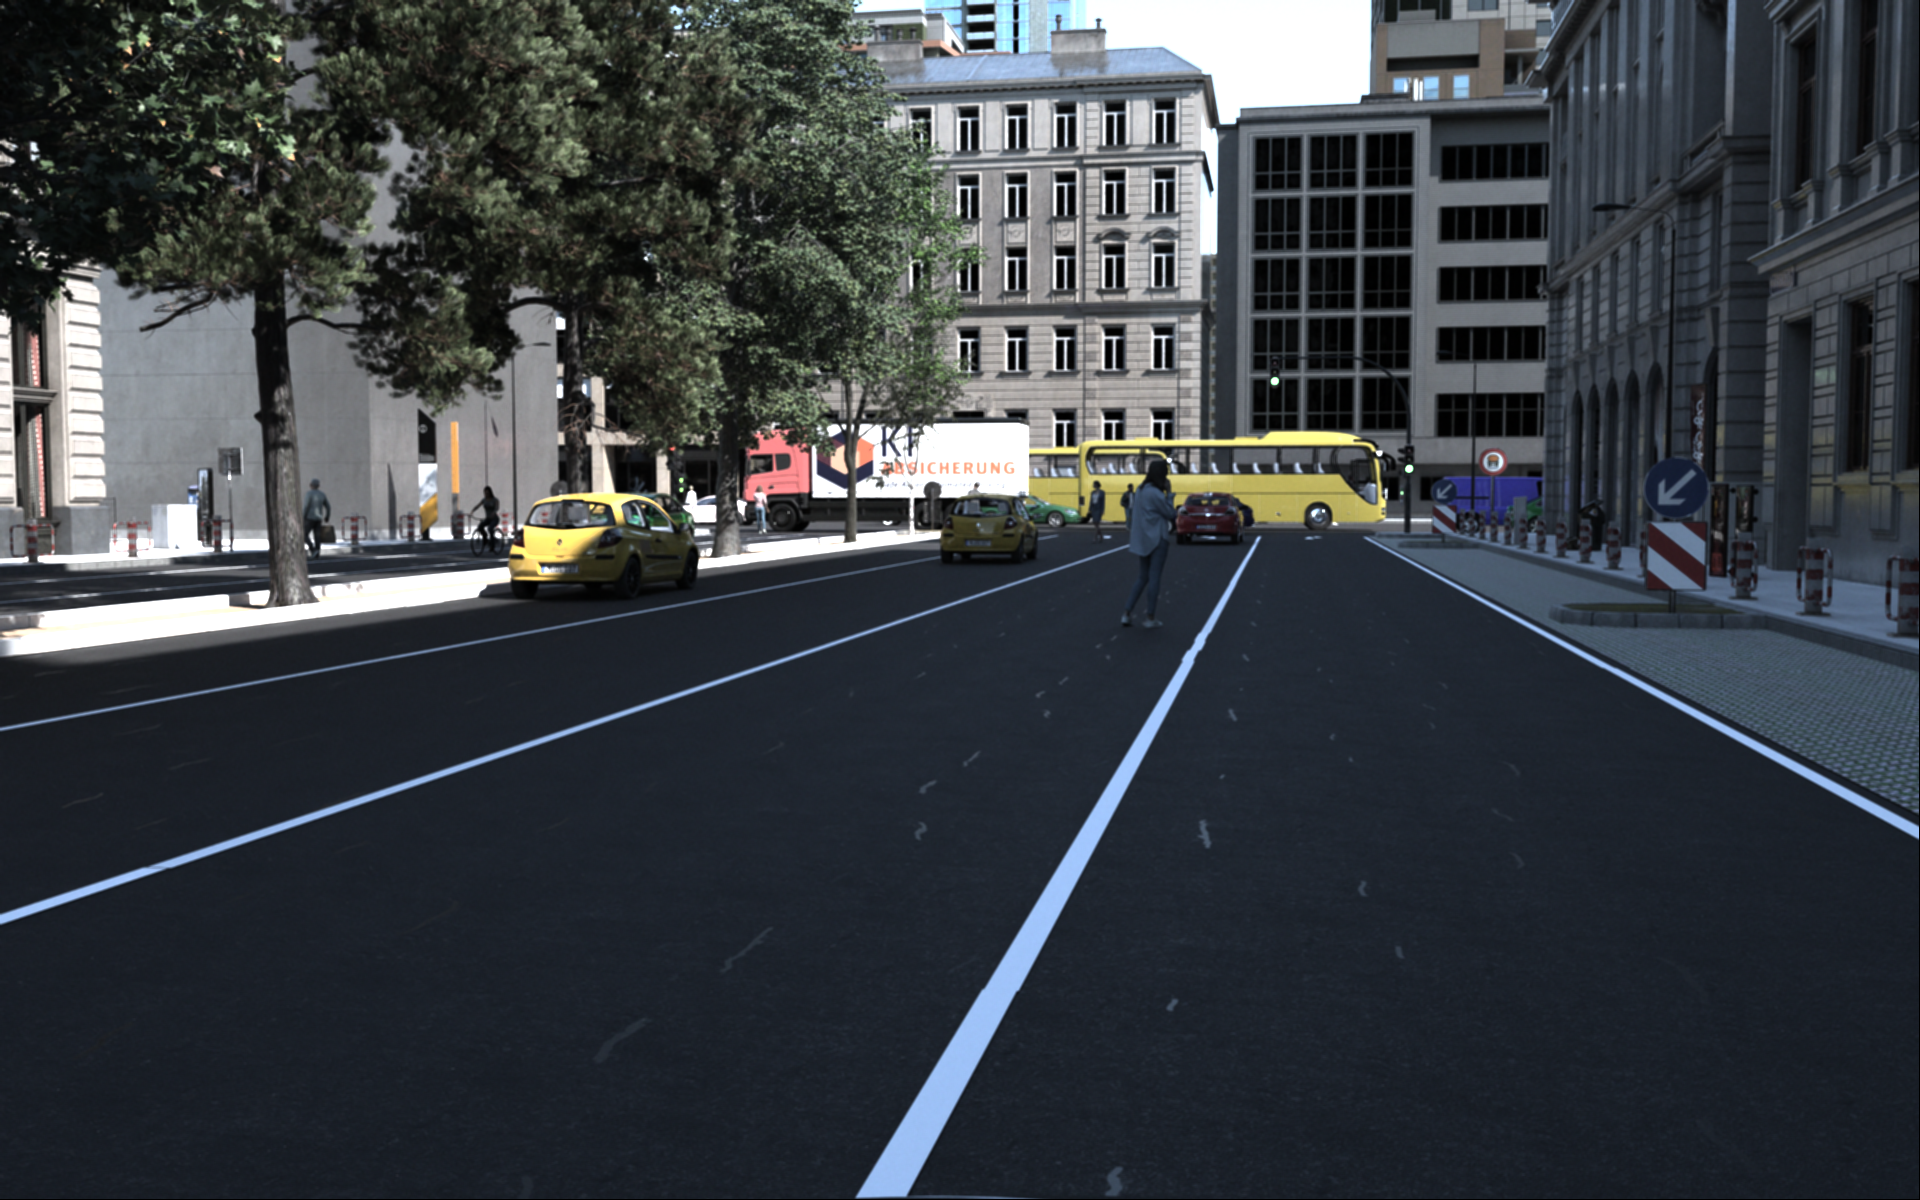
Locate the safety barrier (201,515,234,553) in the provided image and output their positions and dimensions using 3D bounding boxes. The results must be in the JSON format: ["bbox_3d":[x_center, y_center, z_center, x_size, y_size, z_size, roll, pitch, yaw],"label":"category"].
[{"bbox_3d":[-16.144,-1.430,37.658,0.300,0.817,1.120,1,4,11],"label":"safety barrier"}]

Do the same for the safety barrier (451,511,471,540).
[{"bbox_3d":[-14.060,-2.111,48.785,0.300,0.817,1.120,1,4,11],"label":"safety barrier"}]

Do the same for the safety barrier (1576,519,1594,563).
[{"bbox_3d":[11.620,-1.095,32.178,0.300,0.817,1.120,1,4,11],"label":"safety barrier"}]

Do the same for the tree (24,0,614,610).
[{"bbox_3d":[-8.380,-6.802,21.098,7.806,13.903,7.818,0,3,0],"label":"tree"}]

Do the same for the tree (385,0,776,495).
[{"bbox_3d":[-6.675,-6.442,29.833,6.751,12.117,7.091,0,3,0],"label":"tree"}]

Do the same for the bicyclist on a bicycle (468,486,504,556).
[{"bbox_3d":[-11.022,-1.858,40.408,1.499,1.676,1.625,1,4,12],"label":"bicyclist on a bicycle"}]

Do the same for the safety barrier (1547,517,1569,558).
[{"bbox_3d":[12.136,-1.265,34.952,0.300,0.817,1.120,1,4,11],"label":"safety barrier"}]

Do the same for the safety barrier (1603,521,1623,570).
[{"bbox_3d":[11.098,-0.925,29.405,0.300,0.817,1.120,1,4,11],"label":"safety barrier"}]

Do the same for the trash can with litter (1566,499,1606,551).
[{"bbox_3d":[14.077,-1.706,39.275,0.624,1.170,1.055,-3,5,-41],"label":"trash can with litter"}]

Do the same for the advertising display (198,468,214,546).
[{"bbox_3d":[-18.833,-2.327,43.260,0.123,1.923,0.974,-3,4,-37],"label":"advertising display"}]

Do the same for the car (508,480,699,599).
[{"bbox_3d":[-5.050,-0.908,25.065,2.015,1.641,3.980,1,4,9],"label":"car"}]

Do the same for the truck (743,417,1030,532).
[{"bbox_3d":[-3.121,-4.669,65.257,11.283,4.237,2.839,1,4,9],"label":"truck"}]

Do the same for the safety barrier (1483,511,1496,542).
[{"bbox_3d":[14.217,-1.945,46.068,0.300,0.817,1.120,1,4,11],"label":"safety barrier"}]

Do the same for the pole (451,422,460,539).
[{"bbox_3d":[-14.306,-3.380,49.109,0.158,3.312,0.155,0,3,0],"label":"pole"}]

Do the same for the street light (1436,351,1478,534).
[{"bbox_3d":[16.129,-5.120,56.260,1.470,5.913,1.316,1,4,11],"label":"street light"}]

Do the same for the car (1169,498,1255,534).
[{"bbox_3d":[8.592,-3.023,62.010,3.894,1.354,1.945,1,4,10],"label":"car"}]

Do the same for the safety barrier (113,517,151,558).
[{"bbox_3d":[-16.665,-1.260,34.874,0.300,0.817,1.120,1,4,11],"label":"safety barrier"}]

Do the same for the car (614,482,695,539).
[{"bbox_3d":[-7.493,-1.888,39.672,1.959,1.807,4.718,1,4,9],"label":"car"}]

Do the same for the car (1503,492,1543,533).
[{"bbox_3d":[20.833,-3.039,58.483,4.718,1.807,1.959,1,4,12],"label":"car"}]

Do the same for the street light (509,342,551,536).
[{"bbox_3d":[-13.158,-4.925,53.066,1.470,5.913,1.316,1,4,11],"label":"street light"}]

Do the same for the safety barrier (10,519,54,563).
[{"bbox_3d":[-17.185,-1.090,32.091,0.300,0.817,1.120,1,4,11],"label":"safety barrier"}]

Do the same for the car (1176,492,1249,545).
[{"bbox_3d":[7.370,-2.555,50.812,2.155,1.783,4.494,1,4,12],"label":"car"}]

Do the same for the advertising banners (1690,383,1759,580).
[{"bbox_3d":[11.748,-1.868,26.728,0.090,3.025,2.074,0,4,-4],"label":"advertising banners"}]

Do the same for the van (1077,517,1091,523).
[{"bbox_3d":[4.449,-4.985,85.884,5.245,2.365,2.240,1,4,11],"label":"van"}]

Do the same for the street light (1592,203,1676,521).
[{"bbox_3d":[10.786,-3.375,27.717,1.470,5.913,1.316,1,4,11],"label":"street light"}]

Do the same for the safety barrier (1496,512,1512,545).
[{"bbox_3d":[13.700,-1.775,43.294,0.300,0.817,1.120,1,4,11],"label":"safety barrier"}]

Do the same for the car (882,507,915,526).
[{"bbox_3d":[-1.714,-4.288,79.141,4.494,1.783,2.155,1,4,9],"label":"car"}]

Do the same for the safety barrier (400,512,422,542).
[{"bbox_3d":[-14.584,-1.941,46.007,0.300,0.817,1.120,1,4,11],"label":"safety barrier"}]

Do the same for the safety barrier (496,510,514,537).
[{"bbox_3d":[-13.541,-2.280,51.558,0.300,0.817,1.120,1,4,11],"label":"safety barrier"}]

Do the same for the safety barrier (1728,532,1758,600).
[{"bbox_3d":[9.536,-0.415,21.067,0.300,0.817,1.120,1,4,11],"label":"safety barrier"}]

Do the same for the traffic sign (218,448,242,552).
[{"bbox_3d":[-16.152,-2.215,38.338,0.606,2.300,0.079,1,4,16],"label":"traffic sign"}]

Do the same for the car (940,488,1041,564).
[{"bbox_3d":[0.673,-1.650,37.195,2.015,1.641,3.980,1,4,9],"label":"car"}]

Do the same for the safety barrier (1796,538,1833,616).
[{"bbox_3d":[9.023,-0.246,18.293,0.300,0.817,1.120,1,4,11],"label":"safety barrier"}]

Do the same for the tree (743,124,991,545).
[{"bbox_3d":[-3.001,-7.344,48.291,9.928,11.665,9.643,0,3,0],"label":"tree"}]

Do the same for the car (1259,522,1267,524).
[{"bbox_3d":[13.274,-4.508,83.925,3.980,1.641,2.015,1,4,9],"label":"car"}]

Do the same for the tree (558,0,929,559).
[{"bbox_3d":[-5.171,-7.885,38.029,9.857,13.997,8.962,0,3,0],"label":"tree"}]

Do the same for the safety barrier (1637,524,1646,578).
[{"bbox_3d":[10.584,-0.755,26.623,0.300,0.817,1.120,1,4,11],"label":"safety barrier"}]

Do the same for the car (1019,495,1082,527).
[{"bbox_3d":[2.871,-3.915,75.801,4.920,1.459,2.131,1,4,12],"label":"car"}]

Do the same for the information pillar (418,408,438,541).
[{"bbox_3d":[-14.520,-3.417,47.220,0.504,3.616,0.183,0,4,6],"label":"information pillar"}]

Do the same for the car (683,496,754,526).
[{"bbox_3d":[-11.255,-4.091,79.251,4.827,1.381,2.083,1,4,11],"label":"car"}]

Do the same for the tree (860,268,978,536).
[{"bbox_3d":[-1.531,-6.278,55.463,4.360,8.622,3.978,0,3,0],"label":"tree"}]

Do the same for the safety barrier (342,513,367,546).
[{"bbox_3d":[-15.105,-1.770,43.212,0.300,0.817,1.120,1,4,11],"label":"safety barrier"}]

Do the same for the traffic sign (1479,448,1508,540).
[{"bbox_3d":[14.764,-2.930,48.009,0.768,2.556,0.104,1,4,18],"label":"traffic sign"}]

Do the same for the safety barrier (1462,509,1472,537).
[{"bbox_3d":[15.254,-2.284,51.616,0.300,0.817,1.120,1,4,11],"label":"safety barrier"}]

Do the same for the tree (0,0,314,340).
[{"bbox_3d":[-10.061,-5.647,11.802,9.611,12.733,9.660,0,3,0],"label":"tree"}]

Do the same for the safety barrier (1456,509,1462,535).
[{"bbox_3d":[15.778,-2.454,54.393,0.300,0.817,1.120,1,4,11],"label":"safety barrier"}]

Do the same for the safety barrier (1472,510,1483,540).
[{"bbox_3d":[14.734,-2.114,48.843,0.300,0.817,1.120,1,4,11],"label":"safety barrier"}]

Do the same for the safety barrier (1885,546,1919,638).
[{"bbox_3d":[8.500,-0.075,15.507,0.300,0.817,1.120,1,4,11],"label":"safety barrier"}]

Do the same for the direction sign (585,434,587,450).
[{"bbox_3d":[-13.390,-4.282,62.006,0.379,3.537,0.876,-1,4,-14],"label":"direction sign"}]

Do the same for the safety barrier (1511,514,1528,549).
[{"bbox_3d":[13.177,-1.604,40.498,0.300,0.817,1.120,1,4,11],"label":"safety barrier"}]

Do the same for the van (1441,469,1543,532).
[{"bbox_3d":[19.724,-3.487,61.395,5.245,2.365,2.240,1,4,11],"label":"van"}]

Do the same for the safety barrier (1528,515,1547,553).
[{"bbox_3d":[12.660,-1.434,37.724,0.300,0.817,1.120,1,4,11],"label":"safety barrier"}]
